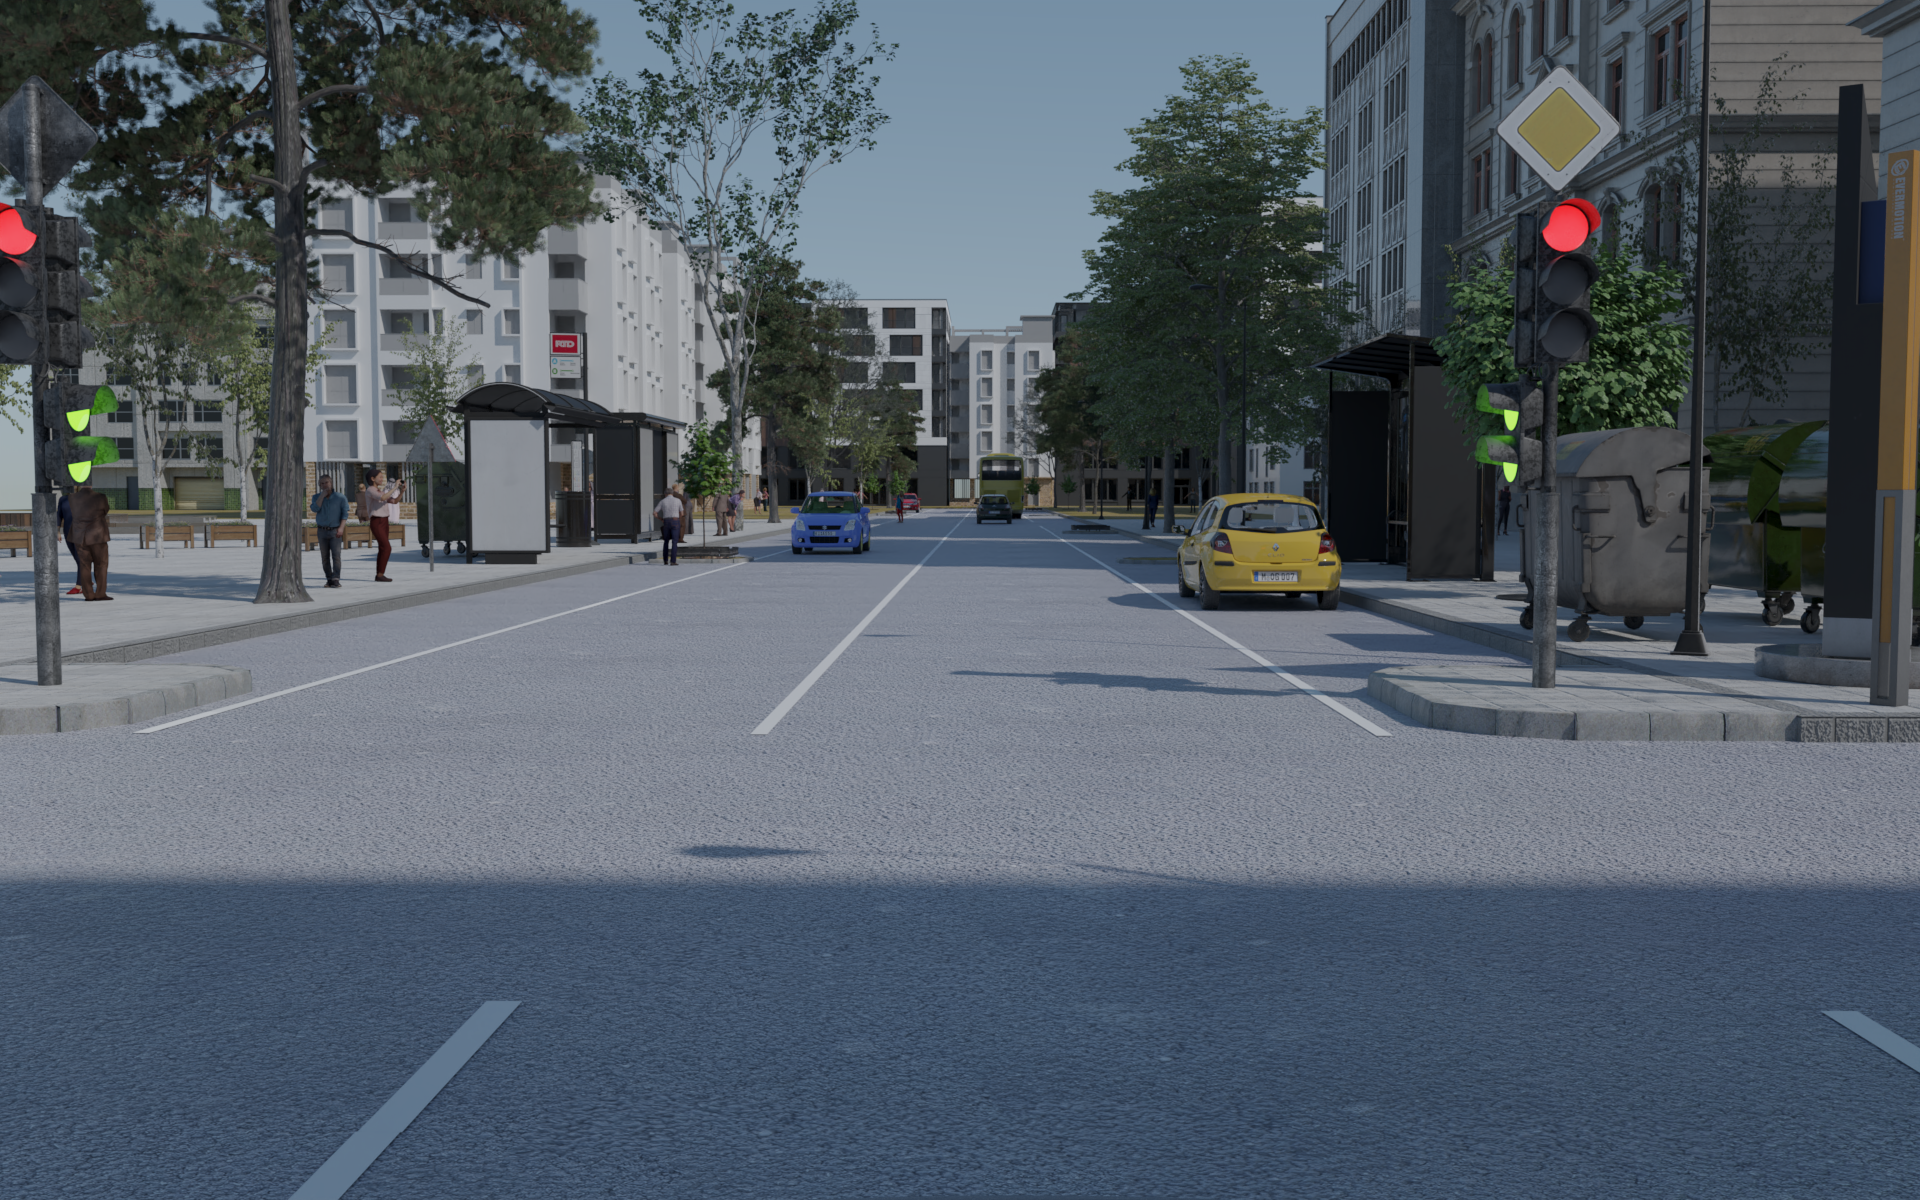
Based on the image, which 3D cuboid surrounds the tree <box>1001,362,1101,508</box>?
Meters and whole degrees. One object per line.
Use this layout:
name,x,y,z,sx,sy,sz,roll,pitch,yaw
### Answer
tree,8.698,-15.286,160.303,12.009,13.543,11.850,0,3,0

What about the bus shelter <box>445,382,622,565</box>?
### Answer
bus shelter,-8.215,-2.451,34.003,2.014,3.302,5.546,0,4,1

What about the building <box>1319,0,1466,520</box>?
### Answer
building,23.909,-15.799,76.343,12.078,24.808,19.932,0,4,1

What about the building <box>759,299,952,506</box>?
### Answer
building,-17.492,-21.506,195.602,32.646,21.610,27.936,0,4,1

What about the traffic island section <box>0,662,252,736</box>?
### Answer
traffic island section,-6.143,0.650,11.661,2.009,0.180,2.903,0,4,1

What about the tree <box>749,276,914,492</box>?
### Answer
tree,-7.451,-11.432,97.290,12.009,13.543,11.850,0,3,0

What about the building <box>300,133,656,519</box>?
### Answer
building,-25.818,-14.522,93.858,16.016,20.091,11.380,0,4,1

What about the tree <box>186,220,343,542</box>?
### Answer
tree,-18.901,-5.855,46.095,4.737,8.622,4.395,0,3,0

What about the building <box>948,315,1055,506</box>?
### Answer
building,4.430,-20.385,189.715,11.380,20.091,16.016,0,4,1

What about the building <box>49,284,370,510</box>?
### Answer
building,-56.148,-16.986,144.186,31.486,18.905,16.747,0,4,1

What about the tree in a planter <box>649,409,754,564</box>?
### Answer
tree in a planter,-5.424,-2.408,36.589,1.991,3.239,1.994,0,4,1

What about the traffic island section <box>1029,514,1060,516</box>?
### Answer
traffic island section,5.514,-5.537,113.400,1.991,0.108,1.994,0,4,1

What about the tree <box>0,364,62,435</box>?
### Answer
tree,-25.441,-5.758,44.501,4.737,8.622,4.395,0,3,0

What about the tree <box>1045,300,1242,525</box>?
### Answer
tree,7.756,-8.211,68.668,7.601,10.594,8.767,0,4,-4

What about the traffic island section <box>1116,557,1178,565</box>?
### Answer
traffic island section,4.283,-0.813,36.160,1.991,0.108,1.994,0,4,1

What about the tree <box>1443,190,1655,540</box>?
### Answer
tree,14.568,-5.536,40.869,4.737,8.622,4.395,0,3,0

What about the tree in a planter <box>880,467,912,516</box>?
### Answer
tree in a planter,-4.199,-7.130,113.802,1.991,3.239,1.994,0,4,1

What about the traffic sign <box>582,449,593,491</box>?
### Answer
traffic sign,-10.545,-2.970,48.671,0.768,2.556,0.104,0,4,6

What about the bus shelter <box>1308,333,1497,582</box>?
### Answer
bus shelter,7.111,-2.266,28.330,1.731,3.624,6.357,0,4,1

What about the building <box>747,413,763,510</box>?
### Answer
building,-22.898,-17.639,144.810,11.380,20.091,16.016,0,4,1

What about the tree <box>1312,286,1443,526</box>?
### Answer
tree,15.183,-6.823,61.913,4.360,8.622,3.978,0,3,0

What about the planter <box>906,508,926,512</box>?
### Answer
planter,-3.780,-7.321,140.832,1.991,0.319,1.994,0,4,1

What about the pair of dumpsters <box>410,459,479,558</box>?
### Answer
pair of dumpsters,-10.299,-2.097,36.774,1.574,2.255,4.436,0,4,1

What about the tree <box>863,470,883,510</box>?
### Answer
tree,-6.948,-8.877,139.745,1.663,3.219,1.824,0,3,0

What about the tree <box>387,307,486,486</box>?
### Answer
tree,-20.912,-7.263,69.110,4.737,8.622,4.395,0,3,0

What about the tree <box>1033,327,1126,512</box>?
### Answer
tree,8.484,-13.238,123.860,7.806,13.903,7.818,0,3,0

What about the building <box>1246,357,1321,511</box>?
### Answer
building,23.872,-9.969,105.146,9.099,9.664,28.070,0,4,1

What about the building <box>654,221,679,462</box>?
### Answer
building,-26.419,-15.244,105.653,16.016,20.091,11.380,0,4,1

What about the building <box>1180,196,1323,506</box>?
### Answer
building,33.272,-17.808,135.133,27.936,21.610,32.646,0,4,1

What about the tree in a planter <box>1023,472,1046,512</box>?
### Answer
tree in a planter,5.939,-8.755,140.372,1.991,3.239,1.994,0,4,1

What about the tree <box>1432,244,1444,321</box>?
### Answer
tree,14.908,-5.940,47.486,4.737,8.622,4.395,0,3,0

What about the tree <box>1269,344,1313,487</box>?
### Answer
tree,14.592,-7.311,69.895,4.360,8.622,3.978,0,3,0

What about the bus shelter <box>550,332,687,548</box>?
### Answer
bus shelter,-9.047,-4.164,45.720,2.179,5.291,8.768,0,4,1

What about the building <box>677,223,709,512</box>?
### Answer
building,-26.306,-16.000,118.013,16.016,20.091,11.380,0,4,1

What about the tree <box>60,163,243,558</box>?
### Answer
tree,-16.009,-5.135,34.313,4.360,8.622,3.978,0,3,0

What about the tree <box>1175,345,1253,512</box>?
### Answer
tree,10.964,-7.793,77.771,4.737,8.622,4.395,0,3,0

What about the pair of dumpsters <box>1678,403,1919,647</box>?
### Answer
pair of dumpsters,8.326,-0.845,16.302,1.574,2.255,4.436,0,4,1

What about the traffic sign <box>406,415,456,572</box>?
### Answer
traffic sign,-8.725,-1.745,28.540,0.884,2.594,0.081,1,4,11

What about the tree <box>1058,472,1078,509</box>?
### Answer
tree,9.177,-9.238,145.649,1.663,3.219,1.824,0,3,0

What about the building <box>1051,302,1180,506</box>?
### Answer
building,26.637,-21.461,194.867,32.646,21.610,27.936,0,4,1

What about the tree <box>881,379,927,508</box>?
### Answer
tree,-6.461,-14.289,155.674,6.751,12.117,7.091,0,3,0

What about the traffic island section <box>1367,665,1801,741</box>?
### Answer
traffic island section,3.897,0.659,11.498,2.009,0.180,2.903,0,4,1

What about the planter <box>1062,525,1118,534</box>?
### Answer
planter,4.712,-2.566,63.094,1.991,0.319,1.994,0,4,1

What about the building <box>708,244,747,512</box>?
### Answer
building,-24.933,-16.693,129.351,16.016,20.091,11.380,0,4,1

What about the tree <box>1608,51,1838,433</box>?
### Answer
tree,13.164,-4.826,29.267,4.360,8.622,3.978,0,3,0

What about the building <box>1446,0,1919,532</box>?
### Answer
building,25.007,-16.337,54.506,14.401,28.519,23.554,0,4,1

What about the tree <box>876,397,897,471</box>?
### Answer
tree,-6.500,-10.219,117.444,4.737,8.622,4.395,0,3,0

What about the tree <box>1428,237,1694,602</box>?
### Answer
tree,7.350,-2.283,21.044,4.285,4.588,4.351,0,3,0
